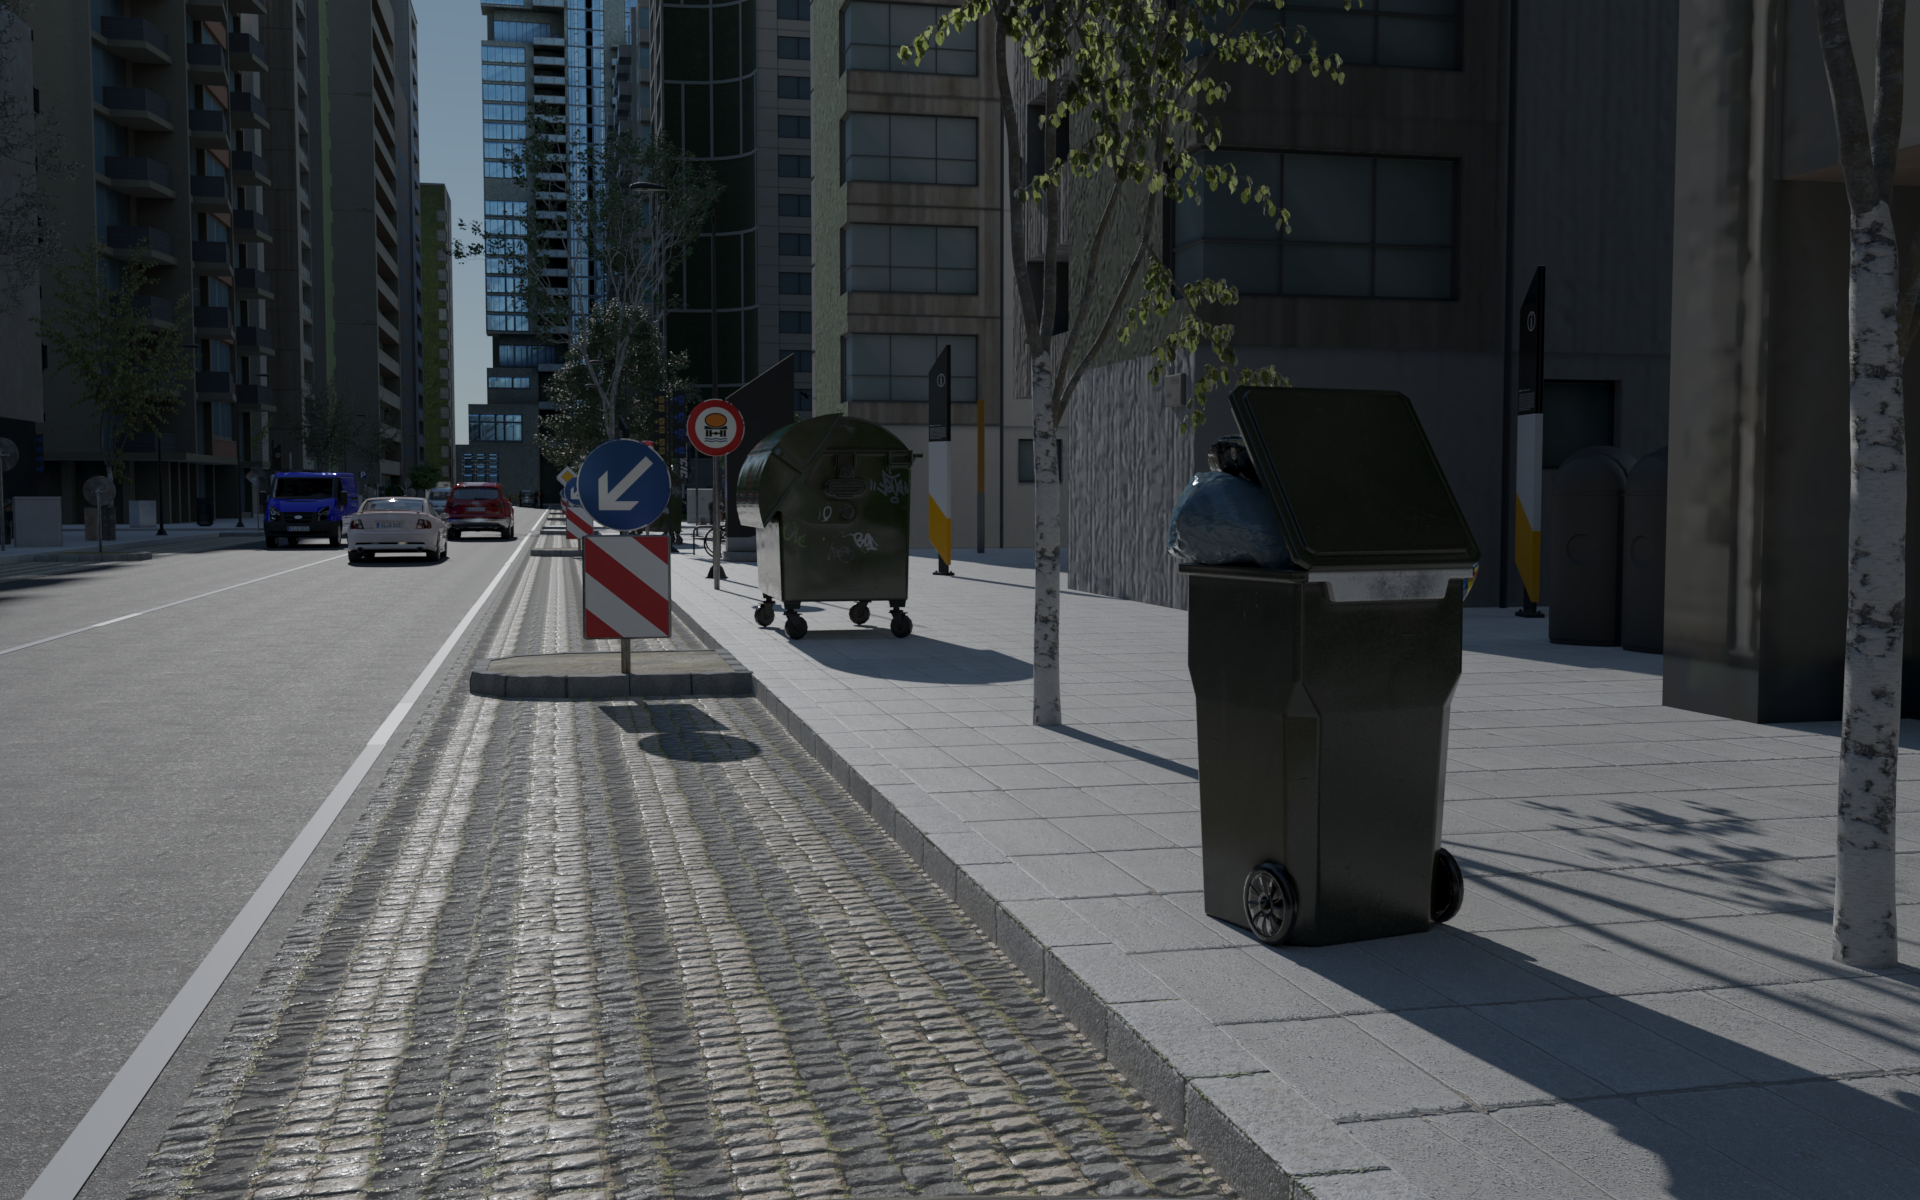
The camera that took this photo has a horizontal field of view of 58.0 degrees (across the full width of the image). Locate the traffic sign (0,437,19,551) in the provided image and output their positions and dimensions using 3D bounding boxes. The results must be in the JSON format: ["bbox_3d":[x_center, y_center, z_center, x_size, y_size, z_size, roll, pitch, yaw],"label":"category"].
[{"bbox_3d":[-21.568,-2.376,38.957,0.768,2.556,0.104,0,4,-5],"label":"traffic sign"}]

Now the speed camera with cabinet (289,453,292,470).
[{"bbox_3d":[-31.511,-5.375,82.219,0.660,3.252,2.038,-2,4,-25],"label":"speed camera with cabinet"}]

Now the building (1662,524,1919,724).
[{"bbox_3d":[16.996,-23.089,1.199,21.300,48.544,21.600,-1,4,-13],"label":"building"}]

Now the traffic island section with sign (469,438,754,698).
[{"bbox_3d":[-2.658,-0.271,13.056,1.989,1.847,2.006,-1,4,-13],"label":"traffic island section with sign"}]

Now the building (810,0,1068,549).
[{"bbox_3d":[2.696,-22.242,47.246,14.154,41.232,14.086,-1,4,-13],"label":"building"}]

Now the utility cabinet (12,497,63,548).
[{"bbox_3d":[-22.292,-1.877,41.859,1.020,1.237,0.306,-2,4,-35],"label":"utility cabinet"}]

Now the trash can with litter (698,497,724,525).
[{"bbox_3d":[-10.421,-3.717,72.156,1.055,1.170,0.624,-2,4,-23],"label":"trash can with litter"}]

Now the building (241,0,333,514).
[{"bbox_3d":[-49.226,-26.266,113.045,14.154,41.232,14.086,-1,4,-13],"label":"building"}]

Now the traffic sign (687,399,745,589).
[{"bbox_3d":[-3.273,-1.415,23.248,0.768,2.556,0.104,-1,4,-11],"label":"traffic sign"}]

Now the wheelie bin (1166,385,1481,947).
[{"bbox_3d":[1.046,0.168,5.165,0.980,1.594,0.693,-2,4,-25],"label":"wheelie bin"}]

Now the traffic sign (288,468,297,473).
[{"bbox_3d":[-25.817,-3.876,67.020,0.795,2.450,0.064,-1,4,-13],"label":"traffic sign"}]

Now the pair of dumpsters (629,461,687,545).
[{"bbox_3d":[-8.060,-2.633,45.544,1.574,2.255,4.437,-1,4,-13],"label":"pair of dumpsters"}]

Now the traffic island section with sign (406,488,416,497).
[{"bbox_3d":[-37.275,-6.677,117.802,1.989,1.847,2.006,-1,4,-13],"label":"traffic island section with sign"}]

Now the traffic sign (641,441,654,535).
[{"bbox_3d":[-7.469,-2.522,41.343,0.768,2.556,0.104,-1,4,-11],"label":"traffic sign"}]

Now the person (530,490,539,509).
[{"bbox_3d":[-40.967,-9.712,167.427,1.348,1.807,0.705,-3,5,-40],"label":"person"}]

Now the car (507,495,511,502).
[{"bbox_3d":[-54.250,-11.820,205.840,1.945,1.354,3.894,-1,4,-13],"label":"car"}]

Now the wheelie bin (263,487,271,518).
[{"bbox_3d":[-30.065,-4.140,75.602,0.693,1.594,0.980,-2,4,-31],"label":"wheelie bin"}]

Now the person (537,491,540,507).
[{"bbox_3d":[-45.594,-10.867,186.852,0.551,1.740,0.621,-2,4,-32],"label":"person"}]

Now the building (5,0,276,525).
[{"bbox_3d":[-46.003,-26.188,82.800,22.147,44.769,28.867,-1,4,-13],"label":"building"}]

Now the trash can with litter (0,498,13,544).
[{"bbox_3d":[-24.317,-1.970,43.590,0.624,1.170,1.055,1,4,21],"label":"trash can with litter"}]

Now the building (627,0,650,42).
[{"bbox_3d":[-22.665,-33.793,172.125,23.786,49.044,30.456,-1,4,-13],"label":"building"}]

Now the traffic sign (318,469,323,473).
[{"bbox_3d":[-33.125,-5.488,89.727,0.884,2.594,0.081,0,4,-5],"label":"traffic sign"}]

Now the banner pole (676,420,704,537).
[{"bbox_3d":[-8.102,-3.779,51.799,0.863,3.779,0.401,-2,4,-24],"label":"banner pole"}]

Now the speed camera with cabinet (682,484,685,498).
[{"bbox_3d":[-14.702,-6.122,94.423,2.038,3.252,0.660,0,4,-1],"label":"speed camera with cabinet"}]

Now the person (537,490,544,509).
[{"bbox_3d":[-39.820,-9.547,164.561,0.705,1.831,1.348,1,4,13],"label":"person"}]

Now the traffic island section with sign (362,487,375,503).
[{"bbox_3d":[-31.092,-5.045,91.118,1.989,1.847,2.006,-1,4,-13],"label":"traffic island section with sign"}]

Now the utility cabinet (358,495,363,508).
[{"bbox_3d":[-38.074,-6.011,109.442,0.306,1.237,1.020,0,4,7],"label":"utility cabinet"}]

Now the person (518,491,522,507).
[{"bbox_3d":[-48.730,-11.210,191.881,0.705,1.812,1.348,0,4,-1],"label":"person"}]

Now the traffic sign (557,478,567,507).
[{"bbox_3d":[-15.734,-4.017,69.327,0.795,2.450,0.064,-1,4,-13],"label":"traffic sign"}]

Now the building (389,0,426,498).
[{"bbox_3d":[-75.938,-39.999,195.988,28.212,58.520,21.231,-1,4,-13],"label":"building"}]

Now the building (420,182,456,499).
[{"bbox_3d":[-74.328,-33.332,228.580,14.086,41.232,14.154,-1,4,-13],"label":"building"}]

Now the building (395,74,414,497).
[{"bbox_3d":[-64.736,-32.383,179.574,14.600,45.320,14.200,-1,4,-13],"label":"building"}]

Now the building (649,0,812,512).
[{"bbox_3d":[-14.650,-42.311,130.039,20.563,71.187,20.611,-1,4,-13],"label":"building"}]

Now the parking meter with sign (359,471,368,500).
[{"bbox_3d":[-44.932,-8.276,131.577,1.738,3.016,0.543,3,5,42],"label":"parking meter with sign"}]

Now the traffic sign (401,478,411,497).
[{"bbox_3d":[-43.899,-8.394,137.348,0.768,2.556,0.104,-1,4,-11],"label":"traffic sign"}]

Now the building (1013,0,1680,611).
[{"bbox_3d":[7.822,-15.561,26.120,14.160,30.474,14.107,-1,4,-13],"label":"building"}]

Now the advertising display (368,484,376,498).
[{"bbox_3d":[-37.473,-6.433,110.401,0.123,1.923,0.974,0,4,6],"label":"advertising display"}]

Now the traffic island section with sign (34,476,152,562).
[{"bbox_3d":[-18.618,-1.756,37.337,1.989,1.847,2.006,-1,4,-13],"label":"traffic island section with sign"}]

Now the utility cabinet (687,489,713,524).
[{"bbox_3d":[-10.988,-3.968,73.552,1.173,1.500,0.318,0,4,-4],"label":"utility cabinet"}]

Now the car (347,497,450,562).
[{"bbox_3d":[-12.313,-1.570,38.024,2.083,1.381,4.827,-1,4,-13],"label":"car"}]

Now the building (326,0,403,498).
[{"bbox_3d":[-59.670,-31.988,146.704,21.300,48.544,21.600,-1,4,-13],"label":"building"}]

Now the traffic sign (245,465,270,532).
[{"bbox_3d":[-24.014,-3.401,59.241,0.795,2.450,0.064,-1,4,-13],"label":"traffic sign"}]

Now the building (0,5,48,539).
[{"bbox_3d":[-34.736,-10.842,44.726,16.811,18.784,16.820,-1,4,-13],"label":"building"}]

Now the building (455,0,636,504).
[{"bbox_3d":[-52.640,-56.475,236.038,31.000,86.520,22.319,-1,4,-13],"label":"building"}]

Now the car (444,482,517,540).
[{"bbox_3d":[-15.582,-2.909,56.234,2.281,1.827,5.304,-1,4,-12],"label":"car"}]

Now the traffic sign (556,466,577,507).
[{"bbox_3d":[-13.931,-3.542,61.548,0.795,2.450,0.064,-1,4,-13],"label":"traffic sign"}]
